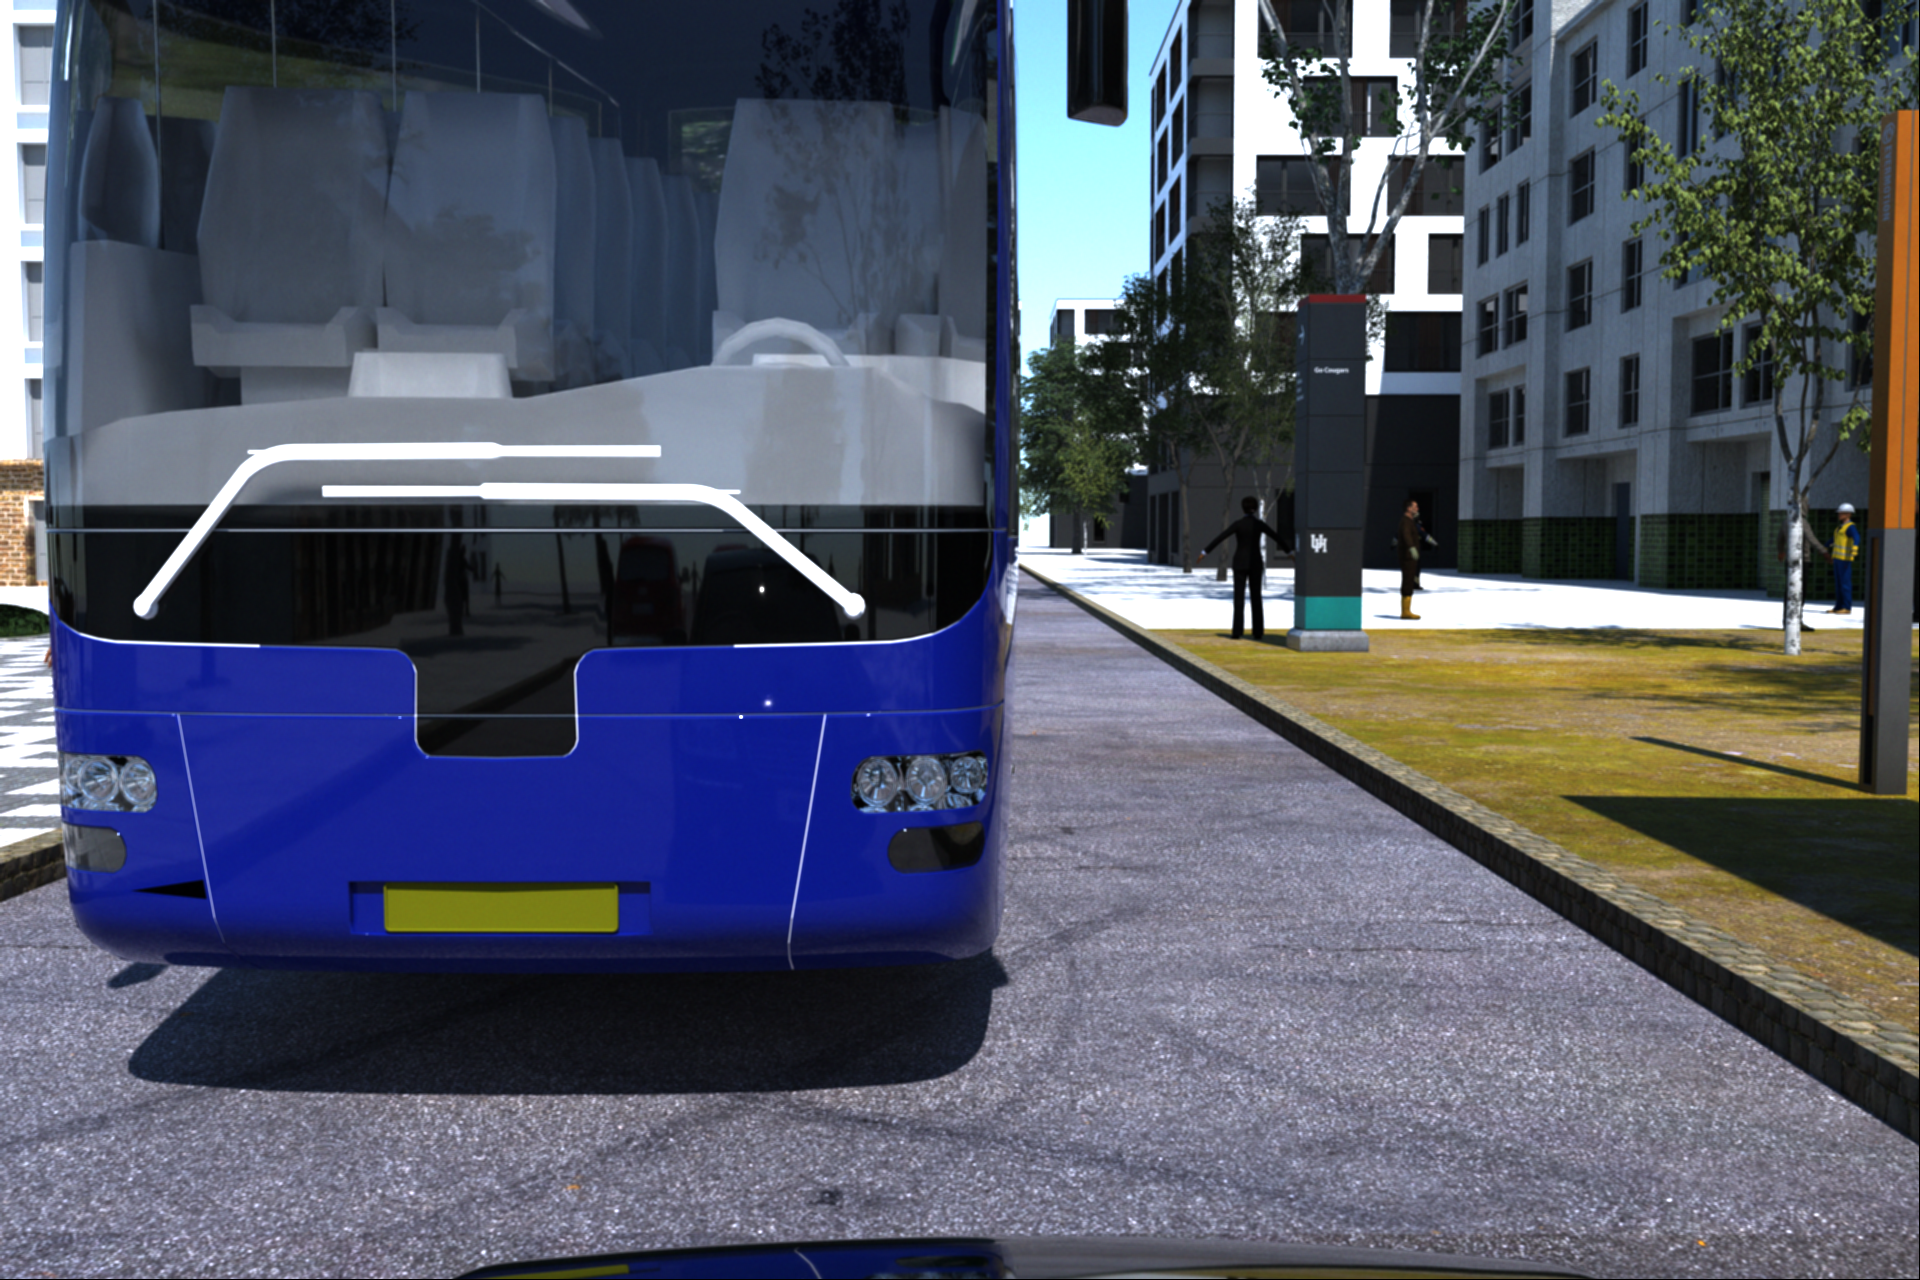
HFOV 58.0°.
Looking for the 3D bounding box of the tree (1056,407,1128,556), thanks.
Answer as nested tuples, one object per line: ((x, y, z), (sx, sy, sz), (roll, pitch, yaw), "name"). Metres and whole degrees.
((7.344, -9.142, 99.832), (4.737, 8.622, 4.395), (0, 3, 0), "tree")

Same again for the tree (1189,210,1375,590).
((6.979, -5.485, 40.035), (4.360, 8.622, 3.978), (0, 3, 0), "tree")

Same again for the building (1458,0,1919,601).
((24.767, -10.687, 41.185), (16.747, 18.905, 31.486), (0, 4, 1), "building")

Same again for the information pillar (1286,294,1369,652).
((4.068, -1.817, 19.086), (0.750, 3.857, 0.750), (0, 4, 0), "information pillar")

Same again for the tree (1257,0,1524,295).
((7.996, -10.614, 29.435), (12.611, 20.169, 13.585), (0, 3, 0), "tree")

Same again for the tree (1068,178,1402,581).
((7.121, -6.844, 46.311), (8.767, 10.594, 7.601), (0, 4, -8), "tree")

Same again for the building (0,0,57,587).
((-24.956, -11.456, 43.733), (16.016, 20.090, 11.380), (0, 4, 1), "building")

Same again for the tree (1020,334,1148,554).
((7.332, -12.372, 108.938), (9.857, 13.997, 8.962), (0, 3, 0), "tree")

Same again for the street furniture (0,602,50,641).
((-8.647, -0.375, 21.755), (10.072, 0.657, 5.734), (1, 4, 13), "street furniture")

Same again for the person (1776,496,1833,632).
((11.102, -1.026, 22.908), (0.705, 1.813, 1.348), (0, 4, 0), "person")

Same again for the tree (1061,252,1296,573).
((7.496, -7.480, 56.712), (8.767, 10.594, 7.601), (0, 4, 5), "tree")

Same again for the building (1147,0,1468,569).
((22.353, -14.414, 79.643), (27.936, 21.610, 32.646), (0, 3, 0), "building")

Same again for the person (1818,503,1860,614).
((14.142, -1.310, 27.884), (0.721, 1.772, 1.216), (0, 4, 2), "person")

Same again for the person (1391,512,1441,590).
((10.428, -2.081, 39.810), (0.705, 1.856, 1.354), (-3, 5, -39), "person")

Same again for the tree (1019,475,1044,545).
((7.559, -15.197, 198.828), (4.737, 8.622, 4.395), (0, 3, 0), "tree")

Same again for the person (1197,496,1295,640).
((3.500, -0.882, 21.137), (1.216, 1.740, 0.721), (0, 4, -3), "person")

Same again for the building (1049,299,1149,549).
((22.438, -19.740, 166.728), (27.936, 21.610, 32.646), (0, 4, 0), "building")

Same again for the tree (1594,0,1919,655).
((8.739, -4.131, 17.909), (4.737, 8.622, 4.395), (0, 3, 0), "tree")

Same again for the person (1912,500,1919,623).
((13.886, -1.151, 25.045), (1.346, 1.802, 0.704), (-3, 4, -36), "person")

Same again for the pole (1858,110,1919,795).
((4.576, -0.896, 8.491), (0.158, 3.312, 0.155), (0, 3, 0), "pole")

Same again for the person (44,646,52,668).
((-3.549, 0.064, 7.604), (0.705, 1.806, 1.347), (0, 4, 1), "person")

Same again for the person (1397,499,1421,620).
((6.778, -1.217, 26.038), (0.704, 1.812, 1.346), (1, 4, 15), "person")

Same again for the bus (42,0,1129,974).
((-1.053, -1.118, 9.825), (2.896, 3.916, 12.251), (0, 4, 0), "bus")
